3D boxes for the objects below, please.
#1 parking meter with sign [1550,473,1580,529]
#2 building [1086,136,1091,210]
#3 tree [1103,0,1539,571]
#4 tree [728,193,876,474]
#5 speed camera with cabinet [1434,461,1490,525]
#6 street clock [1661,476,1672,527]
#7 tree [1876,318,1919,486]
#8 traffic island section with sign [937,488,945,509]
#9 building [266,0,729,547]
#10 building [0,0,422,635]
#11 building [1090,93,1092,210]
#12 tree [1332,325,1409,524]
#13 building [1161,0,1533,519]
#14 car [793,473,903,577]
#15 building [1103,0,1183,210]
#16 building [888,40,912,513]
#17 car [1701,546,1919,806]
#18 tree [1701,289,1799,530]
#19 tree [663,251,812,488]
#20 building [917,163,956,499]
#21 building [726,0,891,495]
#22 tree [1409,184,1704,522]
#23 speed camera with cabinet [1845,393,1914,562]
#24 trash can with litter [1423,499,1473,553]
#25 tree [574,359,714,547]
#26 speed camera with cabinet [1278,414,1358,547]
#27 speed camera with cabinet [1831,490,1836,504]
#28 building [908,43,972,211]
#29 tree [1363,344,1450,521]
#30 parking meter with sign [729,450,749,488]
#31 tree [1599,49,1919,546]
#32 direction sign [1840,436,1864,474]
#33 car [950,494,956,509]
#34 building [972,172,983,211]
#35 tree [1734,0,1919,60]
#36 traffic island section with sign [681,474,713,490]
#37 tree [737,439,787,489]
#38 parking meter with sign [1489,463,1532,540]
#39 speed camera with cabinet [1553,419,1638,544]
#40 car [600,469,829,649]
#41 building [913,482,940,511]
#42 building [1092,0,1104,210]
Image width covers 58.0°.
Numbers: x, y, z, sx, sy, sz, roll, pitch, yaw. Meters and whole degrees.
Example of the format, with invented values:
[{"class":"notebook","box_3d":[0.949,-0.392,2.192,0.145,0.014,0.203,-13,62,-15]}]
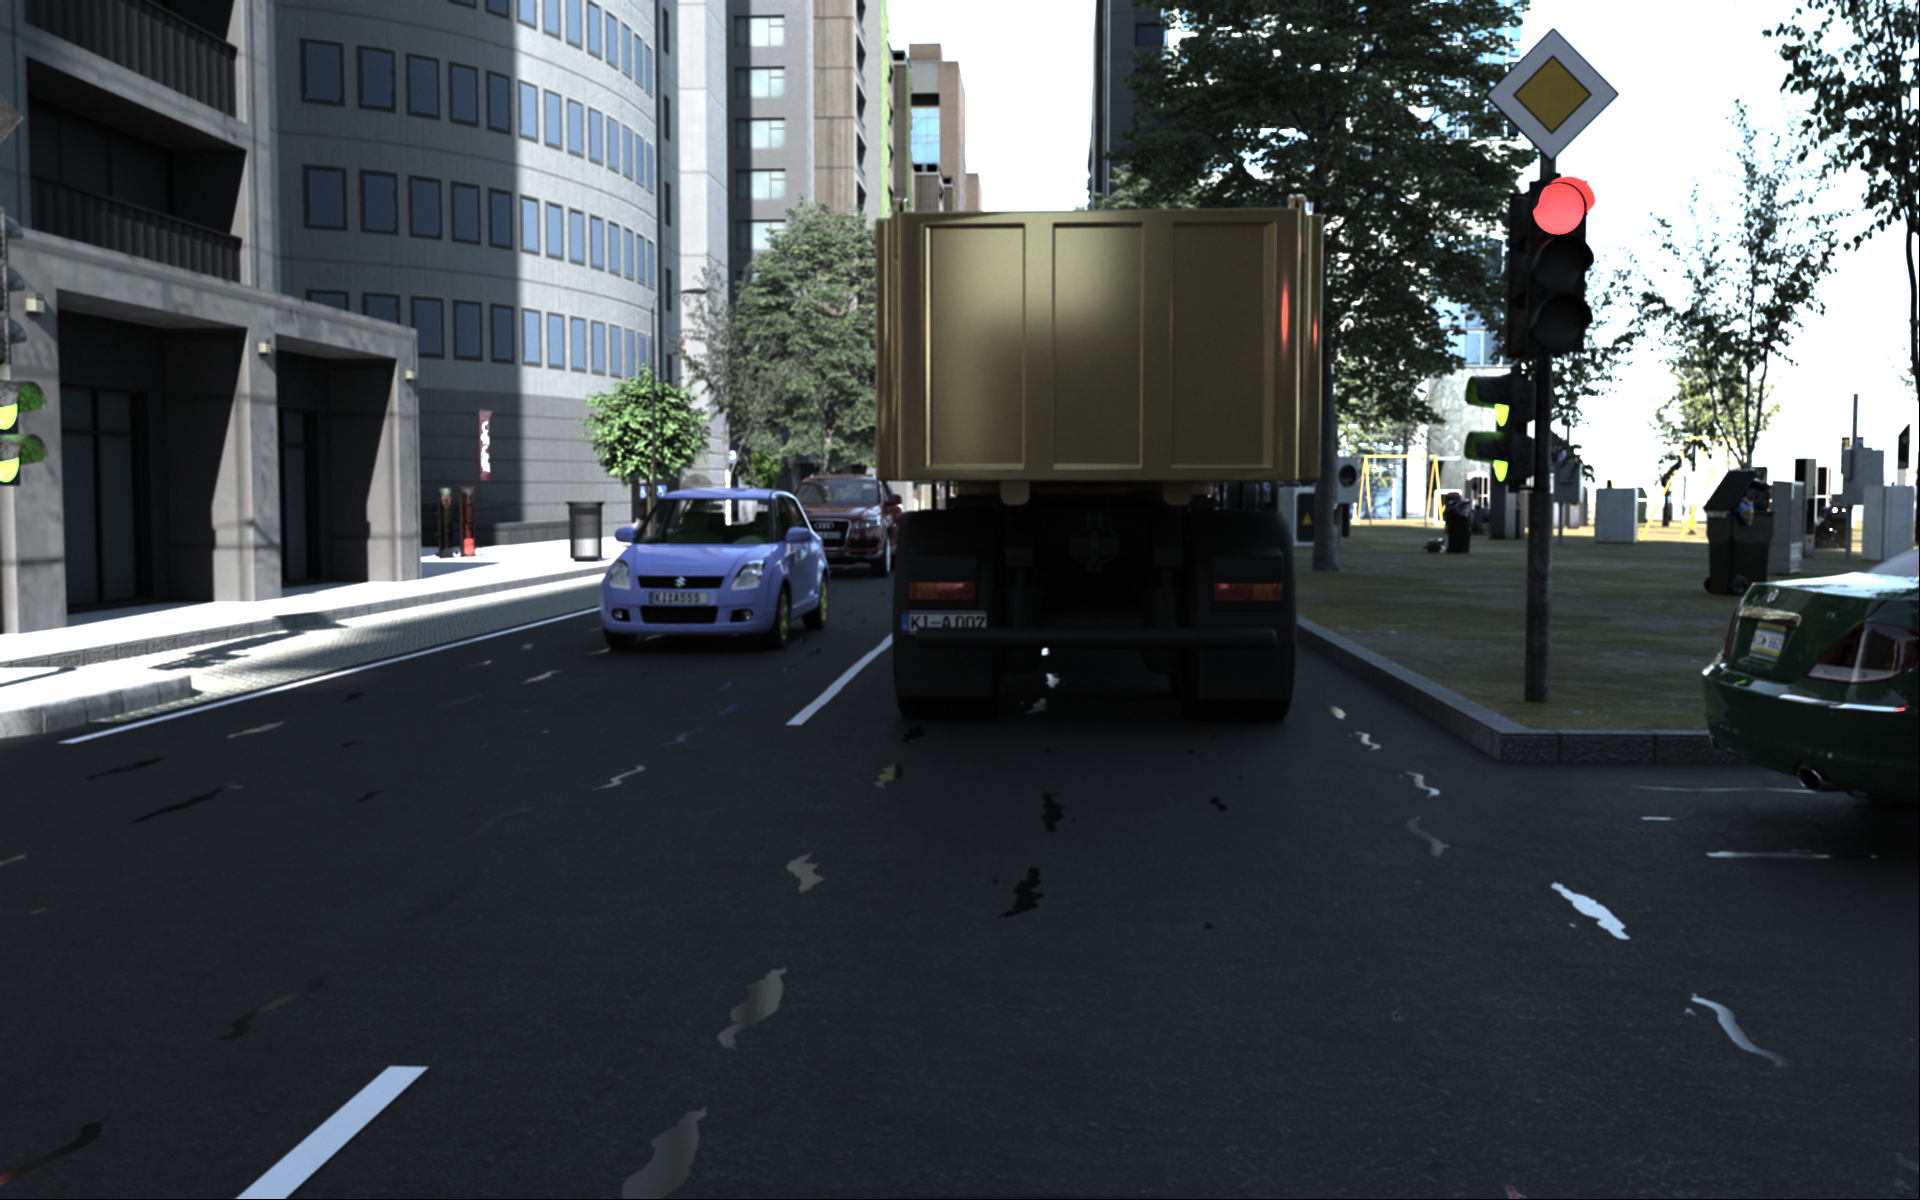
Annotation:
[{"class":"parking meter with sign","box_3d":[21.832,-4.119,63.614,1.738,3.016,0.543,0,4,7]},{"class":"building","box_3d":[26.270,-33.893,208.777,22.147,44.769,28.867,0,4,3]},{"class":"tree","box_3d":[5.903,-6.753,28.536,7.486,12.596,7.792,0,3,0]},{"class":"tree","box_3d":[-5.823,-10.302,75.091,9.857,13.997,8.962,0,3,0]},{"class":"speed camera with cabinet","box_3d":[20.917,-4.772,72.355,2.038,3.252,0.660,2,4,31]},{"class":"street clock","box_3d":[27.874,-3.902,68.361,0.471,2.002,0.358,-3,4,-38]},{"class":"tree","box_3d":[29.374,-6.125,50.508,4.737,8.622,4.395,0,3,0]},{"class":"traffic island section with sign","box_3d":[-1.124,-6.153,109.232,1.989,1.847,2.006,0,4,3]},{"class":"building","box_3d":[-20.239,-31.232,52.637,21.231,58.520,28.212,0,4,3]},{"class":"building","box_3d":[-18.478,-35.566,19.757,20.563,71.187,20.611,0,4,3]},{"class":"building","box_3d":[24.625,-34.210,183.030,21.300,48.544,21.600,0,4,3]},{"class":"tree","box_3d":[17.044,-7.579,74.286,4.737,8.622,4.395,0,3,0]},{"class":"building","box_3d":[20.717,-48.225,101.144,22.319,86.520,31.000,0,4,3]},{"class":"car","box_3d":[-2.137,-1.410,31.727,2.281,1.827,5.304,0,4,3]},{"class":"building","box_3d":[21.418,-36.058,131.555,21.231,58.520,28.212,0,4,3]},{"class":"building","box_3d":[-10.503,-20.565,107.936,14.160,30.474,14.107,0,4,3]},{"class":"car","box_3d":[5.727,0.284,7.149,4.920,1.459,2.131,0,4,4]},{"class":"tree","box_3d":[26.885,-6.811,61.724,4.737,8.622,4.395,0,3,0]},{"class":"tree","box_3d":[-6.932,-6.300,53.363,4.360,8.622,3.978,0,3,0]},{"class":"building","box_3d":[-7.773,-23.217,151.293,14.160,30.474,14.107,0,4,3]},{"class":"building","box_3d":[-11.421,-25.075,93.566,14.154,41.232,14.086,0,4,3]},{"class":"tree","box_3d":[14.129,-5.562,41.293,4.737,8.622,4.395,0,3,0]},{"class":"speed camera with cabinet","box_3d":[17.656,-2.384,33.306,0.660,3.252,2.038,0,4,6]},{"class":"trash can with litter","box_3d":[10.687,-1.625,37.957,1.055,1.170,0.624,2,4,35]},{"class":"tree","box_3d":[-7.703,-3.580,42.253,4.285,4.588,4.351,0,3,0]},{"class":"speed camera with cabinet","box_3d":[8.736,-2.927,42.190,2.038,3.252,0.660,-2,4,-28]},{"class":"speed camera with cabinet","box_3d":[34.109,-4.375,65.863,2.038,3.252,0.660,2,4,33]},{"class":"building","box_3d":[-6.631,-32.215,176.821,14.600,45.320,14.200,0,4,3]},{"class":"tree","box_3d":[20.930,-8.083,82.516,4.360,8.622,3.978,0,3,0]},{"class":"parking meter with sign","box_3d":[-8.396,-4.419,68.517,1.738,3.016,0.543,2,4,31]},{"class":"tree","box_3d":[14.193,-4.961,31.468,4.360,8.622,3.978,0,3,0]},{"class":"direction sign","box_3d":[35.063,-4.656,68.130,0.379,3.537,0.876,-3,4,-38]},{"class":"car","box_3d":[-0.136,-6.936,123.627,2.015,1.641,3.980,0,4,3]},{"class":"building","box_3d":[-4.075,-35.794,235.339,14.600,45.320,14.200,0,4,3]},{"class":"tree","box_3d":[9.261,-4.015,16.002,4.360,8.622,3.978,0,3,0]},{"class":"traffic island section with sign","box_3d":[-5.196,-1.550,33.963,1.989,1.847,2.006,0,4,3]},{"class":"tree","box_3d":[-6.934,-3.998,59.961,1.663,3.219,1.824,0,3,0]},{"class":"parking meter with sign","box_3d":[15.480,-3.235,49.160,0.543,3.016,1.738,3,5,44]},{"class":"speed camera with cabinet","box_3d":[16.686,-3.126,45.441,2.038,3.252,0.660,2,4,30]},{"class":"car","box_3d":[-2.365,-0.467,17.219,1.945,1.707,3.694,0,4,4]},{"class":"building","box_3d":[-16.057,-17.429,130.003,27.650,21.520,28.899,0,4,3]},{"class":"building","box_3d":[18.737,-30.799,153.679,14.600,45.320,14.200,0,4,3]}]
